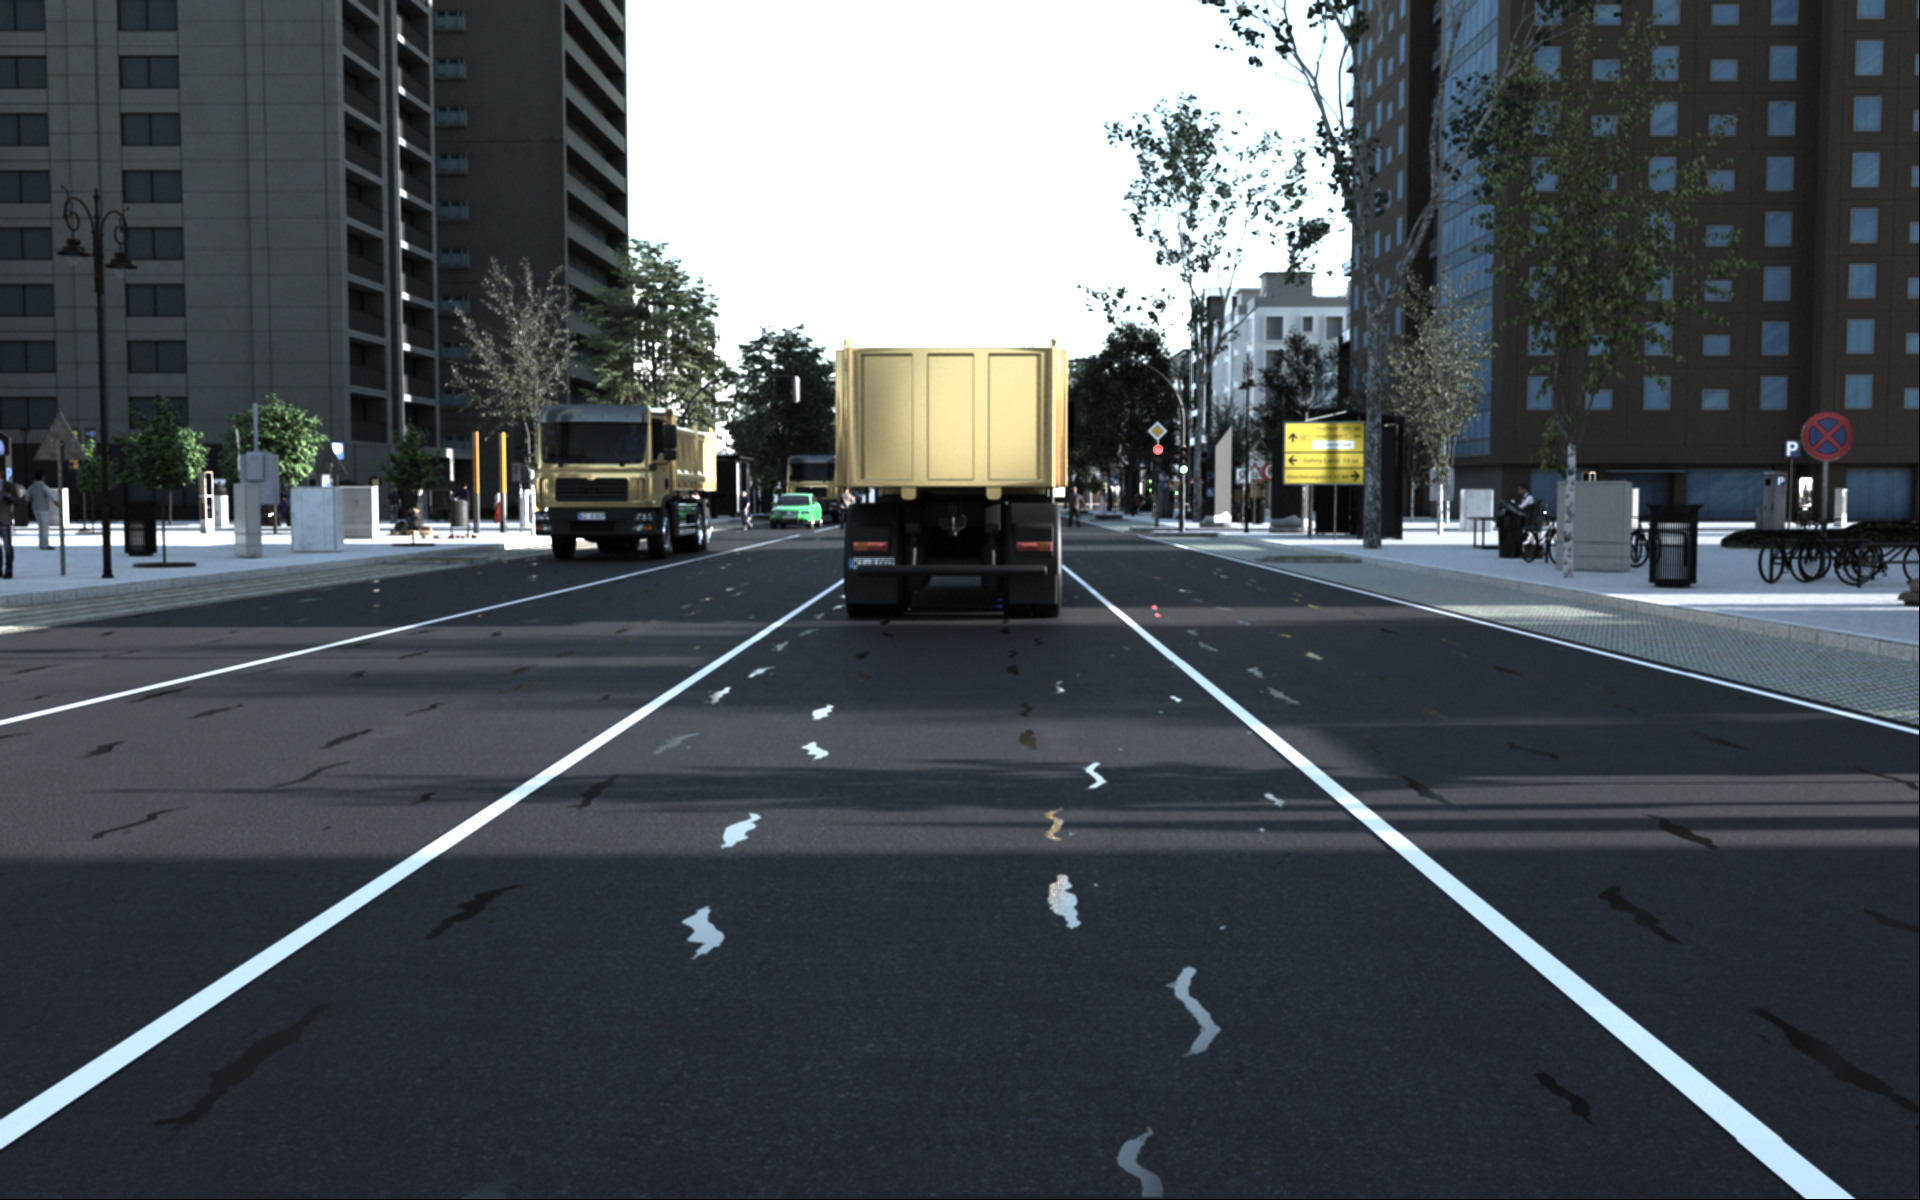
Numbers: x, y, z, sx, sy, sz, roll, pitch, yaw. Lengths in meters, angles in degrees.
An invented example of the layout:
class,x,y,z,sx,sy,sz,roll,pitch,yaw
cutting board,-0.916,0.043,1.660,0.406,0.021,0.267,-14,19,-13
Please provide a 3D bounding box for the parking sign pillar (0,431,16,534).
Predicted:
class,x,y,z,sx,sy,sz,roll,pitch,yaw
parking sign pillar,-31.395,-4.129,55.980,1.447,3.967,1.447,0,4,-2

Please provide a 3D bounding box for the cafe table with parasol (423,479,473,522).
class,x,y,z,sx,sy,sz,roll,pitch,yaw
cafe table with parasol,-23.587,-4.566,79.513,2.610,1.966,2.610,-1,4,-15

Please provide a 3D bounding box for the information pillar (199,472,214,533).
class,x,y,z,sx,sy,sz,roll,pitch,yaw
information pillar,-24.631,-3.187,56.605,0.304,2.012,0.304,2,4,29

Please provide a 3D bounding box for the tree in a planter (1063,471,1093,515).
class,x,y,z,sx,sy,sz,roll,pitch,yaw
tree in a planter,8.036,-7.393,118.100,1.991,3.239,1.994,0,4,0

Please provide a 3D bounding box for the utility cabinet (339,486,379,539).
class,x,y,z,sx,sy,sz,roll,pitch,yaw
utility cabinet,-17.019,-2.455,48.825,1.173,1.500,0.318,1,4,12

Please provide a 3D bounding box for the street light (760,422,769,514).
class,x,y,z,sx,sy,sz,roll,pitch,yaw
street light,-12.266,-8.331,108.997,0.468,5.910,1.993,0,4,0

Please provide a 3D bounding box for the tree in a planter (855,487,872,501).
class,x,y,z,sx,sy,sz,roll,pitch,yaw
tree in a planter,-9.477,-10.475,168.496,1.991,3.239,1.994,0,4,0

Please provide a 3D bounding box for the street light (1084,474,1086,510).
class,x,y,z,sx,sy,sz,roll,pitch,yaw
street light,10.219,-10.304,141.250,0.468,5.910,1.993,0,4,0

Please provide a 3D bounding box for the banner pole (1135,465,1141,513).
class,x,y,z,sx,sy,sz,roll,pitch,yaw
banner pole,12.067,-7.792,117.418,0.401,3.779,0.863,2,4,32

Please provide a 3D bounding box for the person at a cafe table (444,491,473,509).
class,x,y,z,sx,sy,sz,roll,pitch,yaw
person at a cafe table,-25.832,-4.957,89.568,1.622,1.524,1.698,-1,4,-10

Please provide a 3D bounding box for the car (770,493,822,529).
class,x,y,z,sx,sy,sz,roll,pitch,yaw
car,-6.901,-3.929,73.034,1.959,1.807,4.718,0,4,2

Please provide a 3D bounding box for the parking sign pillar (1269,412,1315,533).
class,x,y,z,sx,sy,sz,roll,pitch,yaw
parking sign pillar,11.023,-4.228,57.607,1.447,3.967,1.447,3,5,43

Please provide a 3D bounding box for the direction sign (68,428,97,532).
class,x,y,z,sx,sy,sz,roll,pitch,yaw
direction sign,-29.908,-4.103,59.073,0.876,3.537,0.379,-1,4,-16

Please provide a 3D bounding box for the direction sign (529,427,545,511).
class,x,y,z,sx,sy,sz,roll,pitch,yaw
direction sign,-14.092,-4.072,58.580,0.876,3.537,0.379,0,4,-7

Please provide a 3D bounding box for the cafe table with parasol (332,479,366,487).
class,x,y,z,sx,sy,sz,roll,pitch,yaw
cafe table with parasol,-28.456,-4.622,80.432,2.610,1.966,2.610,0,4,3

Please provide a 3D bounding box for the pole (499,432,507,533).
class,x,y,z,sx,sy,sz,roll,pitch,yaw
pole,-15.144,-3.885,57.364,0.158,3.312,0.155,0,3,0

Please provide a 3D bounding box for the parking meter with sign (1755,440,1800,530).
class,x,y,z,sx,sy,sz,roll,pitch,yaw
parking meter with sign,26.906,-3.725,57.158,0.543,3.016,1.738,0,4,-7

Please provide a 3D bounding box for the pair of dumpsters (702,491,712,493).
class,x,y,z,sx,sy,sz,roll,pitch,yaw
pair of dumpsters,-16.585,-6.639,111.034,1.574,2.255,4.437,0,4,1

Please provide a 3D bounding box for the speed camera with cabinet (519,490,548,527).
class,x,y,z,sx,sy,sz,roll,pitch,yaw
speed camera with cabinet,-16.294,-4.519,68.215,2.038,3.252,0.660,-3,4,-37

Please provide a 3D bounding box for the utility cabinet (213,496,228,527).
class,x,y,z,sx,sy,sz,roll,pitch,yaw
utility cabinet,-28.761,-3.423,67.120,1.020,1.237,0.306,3,4,39

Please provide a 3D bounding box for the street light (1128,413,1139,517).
class,x,y,z,sx,sy,sz,roll,pitch,yaw
street light,9.887,-7.712,98.873,0.468,5.910,1.993,0,4,0

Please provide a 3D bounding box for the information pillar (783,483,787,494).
class,x,y,z,sx,sy,sz,roll,pitch,yaw
information pillar,-11.706,-6.819,115.990,0.304,2.012,0.304,0,4,4

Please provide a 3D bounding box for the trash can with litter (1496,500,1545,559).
class,x,y,z,sx,sy,sz,roll,pitch,yaw
trash can with litter,11.275,-1.426,34.696,0.624,1.170,1.055,-3,5,-40

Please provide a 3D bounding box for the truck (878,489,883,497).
class,x,y,z,sx,sy,sz,roll,pitch,yaw
truck,-6.588,-11.164,172.297,2.967,4.110,18.799,0,4,1

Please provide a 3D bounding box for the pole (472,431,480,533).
class,x,y,z,sx,sy,sz,roll,pitch,yaw
pole,-15.768,-3.827,56.420,0.158,3.312,0.155,0,3,0

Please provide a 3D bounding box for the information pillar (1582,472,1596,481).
class,x,y,z,sx,sy,sz,roll,pitch,yaw
information pillar,20.940,-3.256,57.728,0.304,2.012,0.304,-2,4,-34

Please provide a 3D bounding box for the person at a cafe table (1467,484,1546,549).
class,x,y,z,sx,sy,sz,roll,pitch,yaw
person at a cafe table,12.946,-1.978,40.863,1.622,1.524,1.698,0,4,6

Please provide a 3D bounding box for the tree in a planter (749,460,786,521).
class,x,y,z,sx,sy,sz,roll,pitch,yaw
tree in a planter,-10.133,-5.757,91.344,1.991,3.239,1.994,0,4,0

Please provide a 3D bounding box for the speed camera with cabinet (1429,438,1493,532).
class,x,y,z,sx,sy,sz,roll,pitch,yaw
speed camera with cabinet,17.142,-3.968,59.207,2.038,3.252,0.660,0,4,-2

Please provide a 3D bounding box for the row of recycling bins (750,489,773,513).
class,x,y,z,sx,sy,sz,roll,pitch,yaw
row of recycling bins,-14.313,-6.664,116.077,3.534,1.692,1.069,0,4,2

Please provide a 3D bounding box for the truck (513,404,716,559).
class,x,y,z,sx,sy,sz,roll,pitch,yaw
truck,-7.680,-2.716,40.328,3.469,3.379,9.791,0,4,1

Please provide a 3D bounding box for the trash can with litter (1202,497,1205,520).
class,x,y,z,sx,sy,sz,roll,pitch,yaw
trash can with litter,11.637,-4.432,83.853,0.624,1.170,1.055,1,4,9

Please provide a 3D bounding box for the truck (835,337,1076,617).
class,x,y,z,sx,sy,sz,roll,pitch,yaw
truck,0.012,-1.703,23.762,3.469,3.379,9.791,0,4,1

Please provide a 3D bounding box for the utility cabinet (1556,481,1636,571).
class,x,y,z,sx,sy,sz,roll,pitch,yaw
utility cabinet,10.552,-1.232,28.828,0.318,1.500,1.173,-3,5,-43

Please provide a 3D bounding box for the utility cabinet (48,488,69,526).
class,x,y,z,sx,sy,sz,roll,pitch,yaw
utility cabinet,-35.528,-3.630,68.035,1.173,1.500,0.318,2,4,30

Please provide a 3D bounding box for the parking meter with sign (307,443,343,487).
class,x,y,z,sx,sy,sz,roll,pitch,yaw
parking meter with sign,-21.965,-3.858,59.346,1.738,3.016,0.543,2,4,25

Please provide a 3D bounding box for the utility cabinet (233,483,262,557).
class,x,y,z,sx,sy,sz,roll,pitch,yaw
utility cabinet,-14.439,-1.617,35.125,0.318,1.500,1.173,-2,4,-33

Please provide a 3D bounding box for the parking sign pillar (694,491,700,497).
class,x,y,z,sx,sy,sz,roll,pitch,yaw
parking sign pillar,-13.627,-6.001,86.580,1.447,3.967,1.447,2,4,29

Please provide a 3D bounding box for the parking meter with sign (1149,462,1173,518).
class,x,y,z,sx,sy,sz,roll,pitch,yaw
parking meter with sign,10.744,-5.863,92.116,0.543,3.016,1.738,-2,4,-27

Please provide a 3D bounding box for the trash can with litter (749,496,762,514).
class,x,y,z,sx,sy,sz,roll,pitch,yaw
trash can with litter,-13.460,-6.193,112.650,1.055,1.170,0.624,-2,4,-26

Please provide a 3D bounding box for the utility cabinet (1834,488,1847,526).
class,x,y,z,sx,sy,sz,roll,pitch,yaw
utility cabinet,34.552,-3.624,67.937,0.318,1.500,1.173,2,4,34

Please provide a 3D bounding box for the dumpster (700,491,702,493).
class,x,y,z,sx,sy,sz,roll,pitch,yaw
dumpster,-14.685,-5.403,94.097,1.264,1.857,1.865,0,4,1

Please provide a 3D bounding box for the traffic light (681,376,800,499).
class,x,y,z,sx,sy,sz,roll,pitch,yaw
traffic light,-8.542,-5.625,66.632,4.771,5.953,1.251,0,4,0

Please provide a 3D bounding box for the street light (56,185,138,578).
class,x,y,z,sx,sy,sz,roll,pitch,yaw
street light,-13.055,-3.276,26.351,0.468,5.910,1.993,0,4,0

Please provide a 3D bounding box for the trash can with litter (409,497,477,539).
class,x,y,z,sx,sy,sz,roll,pitch,yaw
trash can with litter,-14.845,-2.379,49.950,2.233,1.210,1.678,-2,4,-35

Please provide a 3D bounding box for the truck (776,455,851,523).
class,x,y,z,sx,sy,sz,roll,pitch,yaw
truck,-7.200,-5.664,88.529,3.469,3.379,9.791,0,4,1

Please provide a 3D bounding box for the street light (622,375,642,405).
class,x,y,z,sx,sy,sz,roll,pitch,yaw
street light,-12.658,-5.763,67.005,0.468,5.910,1.993,0,4,0

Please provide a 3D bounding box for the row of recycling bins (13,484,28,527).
class,x,y,z,sx,sy,sz,roll,pitch,yaw
row of recycling bins,-38.521,-3.748,68.385,3.534,1.692,1.069,0,4,6

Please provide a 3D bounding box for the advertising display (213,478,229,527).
class,x,y,z,sx,sy,sz,roll,pitch,yaw
advertising display,-29.317,-3.867,68.441,0.974,1.923,0.123,1,4,18

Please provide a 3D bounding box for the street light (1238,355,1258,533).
class,x,y,z,sx,sy,sz,roll,pitch,yaw
street light,9.543,-5.182,57.518,0.468,5.910,1.993,0,4,0

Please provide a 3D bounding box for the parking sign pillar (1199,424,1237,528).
class,x,y,z,sx,sy,sz,roll,pitch,yaw
parking sign pillar,9.964,-4.786,66.730,1.447,3.967,1.447,3,4,38

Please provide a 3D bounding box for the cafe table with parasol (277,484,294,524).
class,x,y,z,sx,sy,sz,roll,pitch,yaw
cafe table with parasol,-29.938,-4.299,75.151,2.610,1.966,2.610,-2,4,-24

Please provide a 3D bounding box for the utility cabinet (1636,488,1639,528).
class,x,y,z,sx,sy,sz,roll,pitch,yaw
utility cabinet,25.272,-3.495,65.819,0.318,1.500,1.173,-1,4,-16

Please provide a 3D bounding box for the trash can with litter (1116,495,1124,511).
class,x,y,z,sx,sy,sz,roll,pitch,yaw
trash can with litter,12.153,-7.233,129.325,1.678,1.210,2.233,-1,4,-13

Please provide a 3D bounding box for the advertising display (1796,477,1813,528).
class,x,y,z,sx,sy,sz,roll,pitch,yaw
advertising display,32.128,-3.712,65.907,0.974,1.923,0.123,-3,4,-36

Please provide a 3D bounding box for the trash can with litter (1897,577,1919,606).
class,x,y,z,sx,sy,sz,roll,pitch,yaw
trash can with litter,11.373,-0.518,19.864,1.055,1.170,0.624,-1,4,-18

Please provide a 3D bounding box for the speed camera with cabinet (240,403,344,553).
class,x,y,z,sx,sy,sz,roll,pitch,yaw
speed camera with cabinet,-14.648,-2.669,37.976,2.038,3.252,0.660,0,4,-2
